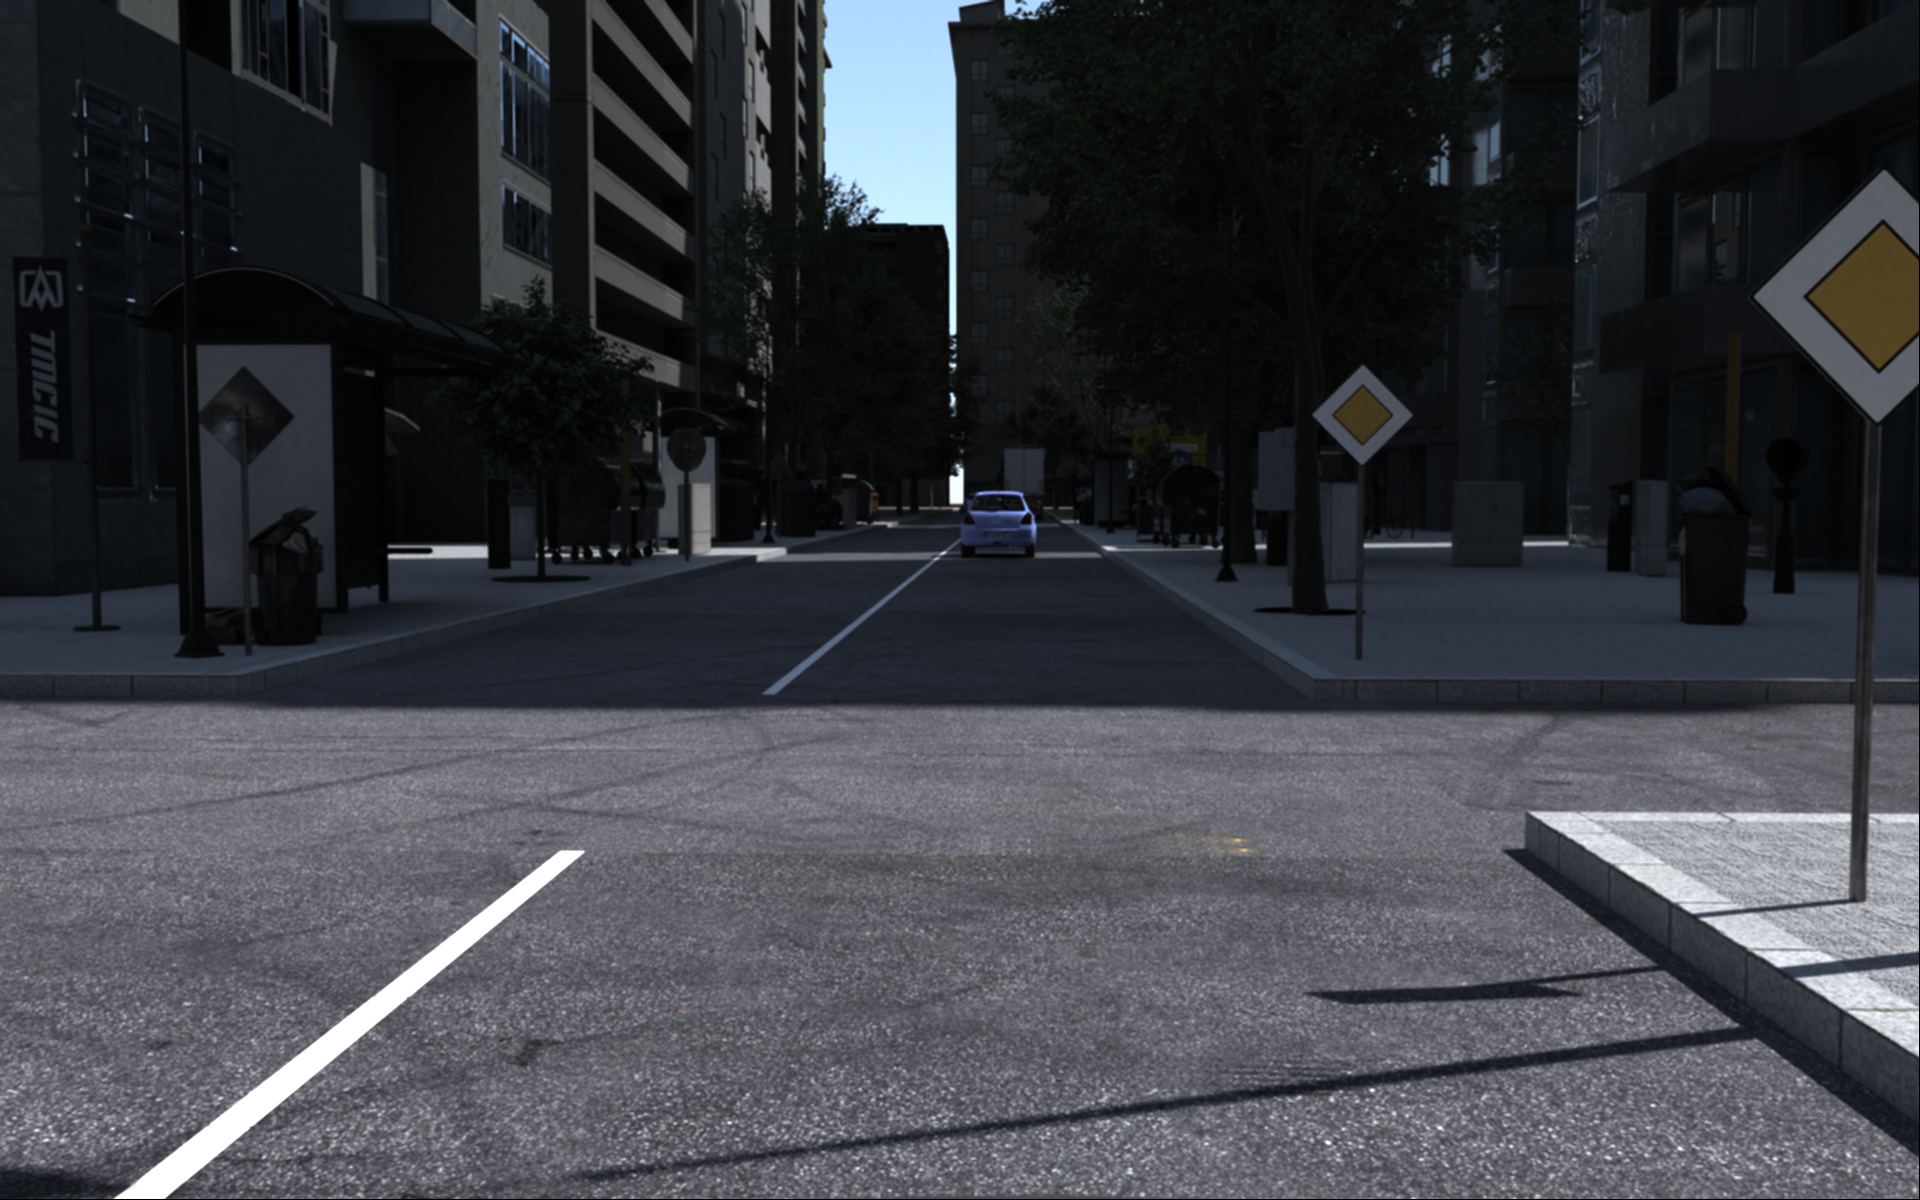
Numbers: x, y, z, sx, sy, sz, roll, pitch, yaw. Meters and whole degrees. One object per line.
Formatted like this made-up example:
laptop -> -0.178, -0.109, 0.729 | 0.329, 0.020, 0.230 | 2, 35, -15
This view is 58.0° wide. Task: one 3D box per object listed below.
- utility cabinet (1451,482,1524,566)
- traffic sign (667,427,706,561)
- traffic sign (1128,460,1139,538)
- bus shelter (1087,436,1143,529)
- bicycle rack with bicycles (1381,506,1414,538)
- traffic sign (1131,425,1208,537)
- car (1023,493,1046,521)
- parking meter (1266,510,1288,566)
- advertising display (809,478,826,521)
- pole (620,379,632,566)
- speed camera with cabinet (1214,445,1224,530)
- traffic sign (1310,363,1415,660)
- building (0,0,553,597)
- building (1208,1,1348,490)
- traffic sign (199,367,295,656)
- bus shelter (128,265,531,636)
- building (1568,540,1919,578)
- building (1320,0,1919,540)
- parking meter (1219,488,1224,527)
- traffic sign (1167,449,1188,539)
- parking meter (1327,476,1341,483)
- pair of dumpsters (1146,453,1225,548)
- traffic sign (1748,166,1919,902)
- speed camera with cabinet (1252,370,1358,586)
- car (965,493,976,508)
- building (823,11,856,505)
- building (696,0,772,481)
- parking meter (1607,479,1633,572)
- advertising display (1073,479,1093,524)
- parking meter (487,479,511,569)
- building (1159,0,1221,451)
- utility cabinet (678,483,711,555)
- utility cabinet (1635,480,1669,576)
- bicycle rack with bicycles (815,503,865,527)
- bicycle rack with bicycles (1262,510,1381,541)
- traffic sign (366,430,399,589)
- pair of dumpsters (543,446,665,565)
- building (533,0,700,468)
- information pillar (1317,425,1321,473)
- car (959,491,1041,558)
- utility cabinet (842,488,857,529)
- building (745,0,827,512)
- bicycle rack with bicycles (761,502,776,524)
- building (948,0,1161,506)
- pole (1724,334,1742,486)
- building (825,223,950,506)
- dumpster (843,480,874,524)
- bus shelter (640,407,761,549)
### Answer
utility cabinet -> 9.321, -1.341, 30.599 | 1.173, 1.500, 0.318 | 0, 4, 3
traffic sign -> -5.219, -2.015, 33.049 | 0.768, 2.556, 0.104 | 0, 4, 5
traffic sign -> 5.234, -2.983, 50.901 | 0.606, 2.300, 0.079 | 1, 4, 10
bus shelter -> 5.772, -4.258, 63.545 | 2.014, 3.302, 5.546 | 0, 4, 2
bicycle rack with bicycles -> 11.652, -2.256, 50.262 | 2.925, 0.926, 2.852 | -2, 4, -34
traffic sign -> 6.227, -3.524, 51.490 | 2.265, 3.308, 0.079 | 1, 4, 9
car -> 3.620, -5.237, 94.667 | 2.155, 1.783, 4.494 | 0, 4, 2
parking meter -> 5.693, -1.385, 31.059 | 0.372, 1.533, 0.369 | 0, 3, 0
advertising display -> -5.800, -4.063, 71.642 | 0.974, 1.923, 0.123 | -2, 4, -33
pole -> -5.976, -2.267, 30.907 | 0.158, 3.312, 0.155 | 0, 3, 0
speed camera with cabinet -> 9.144, -4.085, 61.126 | 2.038, 3.252, 0.660 | 0, 4, -7
traffic sign -> 3.093, -0.596, 13.384 | 0.795, 2.450, 0.064 | 0, 4, 2
building -> -21.942, -44.167, 34.810 | 22.319, 86.520, 31.000 | 0, 4, 2
building -> 26.518, -43.105, 143.024 | 20.563, 71.187, 20.611 | 0, 4, 2
traffic sign -> -5.646, -0.615, 13.691 | 0.795, 2.450, 0.064 | 0, 4, 2
bus shelter -> -6.249, -1.479, 18.106 | 2.014, 3.302, 5.546 | 0, 4, 2
building -> 27.578, -25.187, 31.410 | 30.456, 49.044, 23.786 | 0, 4, 2
building -> 26.706, -27.261, 65.330 | 23.786, 49.044, 30.456 | 0, 4, 2
parking meter -> 10.171, -3.648, 68.052 | 0.372, 1.533, 0.369 | 0, 3, 0
traffic sign -> 6.248, -3.019, 49.466 | 0.768, 2.556, 0.104 | 1, 4, 11
parking meter -> 11.843, -3.009, 54.912 | 0.399, 1.863, 0.255 | -3, 4, -39
pair of dumpsters -> 5.568, -2.470, 42.877 | 1.574, 2.255, 4.437 | 0, 4, 2
traffic sign -> 2.830, -0.108, 5.404 | 0.795, 2.450, 0.064 | 0, 4, 2
speed camera with cabinet -> 5.039, -1.863, 24.796 | 0.660, 3.252, 2.038 | 3, 5, 42
car -> 1.356, -7.883, 138.481 | 1.945, 1.707, 3.694 | 0, 4, 0
building -> -24.272, -30.095, 146.677 | 28.867, 44.769, 22.147 | 0, 4, 2
building -> -26.067, -31.388, 102.435 | 28.713, 52.752, 27.495 | 0, 4, 2
parking meter -> 10.966, -1.246, 28.784 | 0.372, 1.533, 0.369 | 0, 3, 0
advertising display -> 5.260, -4.203, 73.928 | 0.974, 1.923, 0.123 | -2, 4, -35
parking meter -> -7.941, -1.309, 29.820 | 0.372, 1.533, 0.369 | 0, 3, 0
building -> 25.761, -30.517, 122.656 | 21.300, 48.544, 21.600 | 0, 4, 2
utility cabinet -> -5.633, -1.713, 36.683 | 0.318, 1.500, 1.173 | 1, 4, 12
utility cabinet -> 10.924, -1.141, 27.334 | 0.318, 1.500, 1.173 | 1, 4, 13
bicycle rack with bicycles -> -5.199, -3.365, 68.406 | 2.925, 0.926, 2.852 | 0, 4, -2
bicycle rack with bicycles -> 9.367, -2.018, 46.378 | 2.925, 0.926, 2.852 | 0, 4, -2
traffic sign -> -7.998, -1.429, 23.361 | 0.884, 2.594, 0.081 | 0, 4, 7
pair of dumpsters -> -6.871, -1.894, 33.453 | 1.574, 2.255, 4.437 | 0, 4, 2
building -> -23.222, -27.313, 70.266 | 21.300, 48.544, 21.600 | 0, 4, 2
information pillar -> 8.438, -3.076, 41.641 | 0.504, 3.616, 0.183 | -1, 4, -17
car -> 0.921, -1.878, 40.298 | 1.945, 1.707, 3.694 | 0, 4, 3
utility cabinet -> -4.083, -3.368, 63.742 | 0.318, 1.500, 1.173 | 1, 4, 8
building -> -17.327, -26.919, 123.723 | 14.154, 41.232, 14.086 | 0, 4, 2
bicycle rack with bicycles -> -7.591, -3.717, 74.159 | 2.852, 0.926, 2.925 | -1, 4, -19
building -> 12.966, -36.973, 193.749 | 27.495, 52.752, 28.713 | 0, 4, 2
pole -> 9.902, -1.736, 22.234 | 0.158, 3.312, 0.155 | 0, 3, 0
building -> -8.240, -25.439, 187.625 | 14.107, 30.474, 14.160 | 0, 4, 2
dumpster -> -4.357, -4.180, 74.105 | 1.264, 1.857, 1.865 | 0, 4, 2
bus shelter -> -6.362, -3.010, 43.134 | 2.014, 3.302, 5.546 | 0, 4, 2
